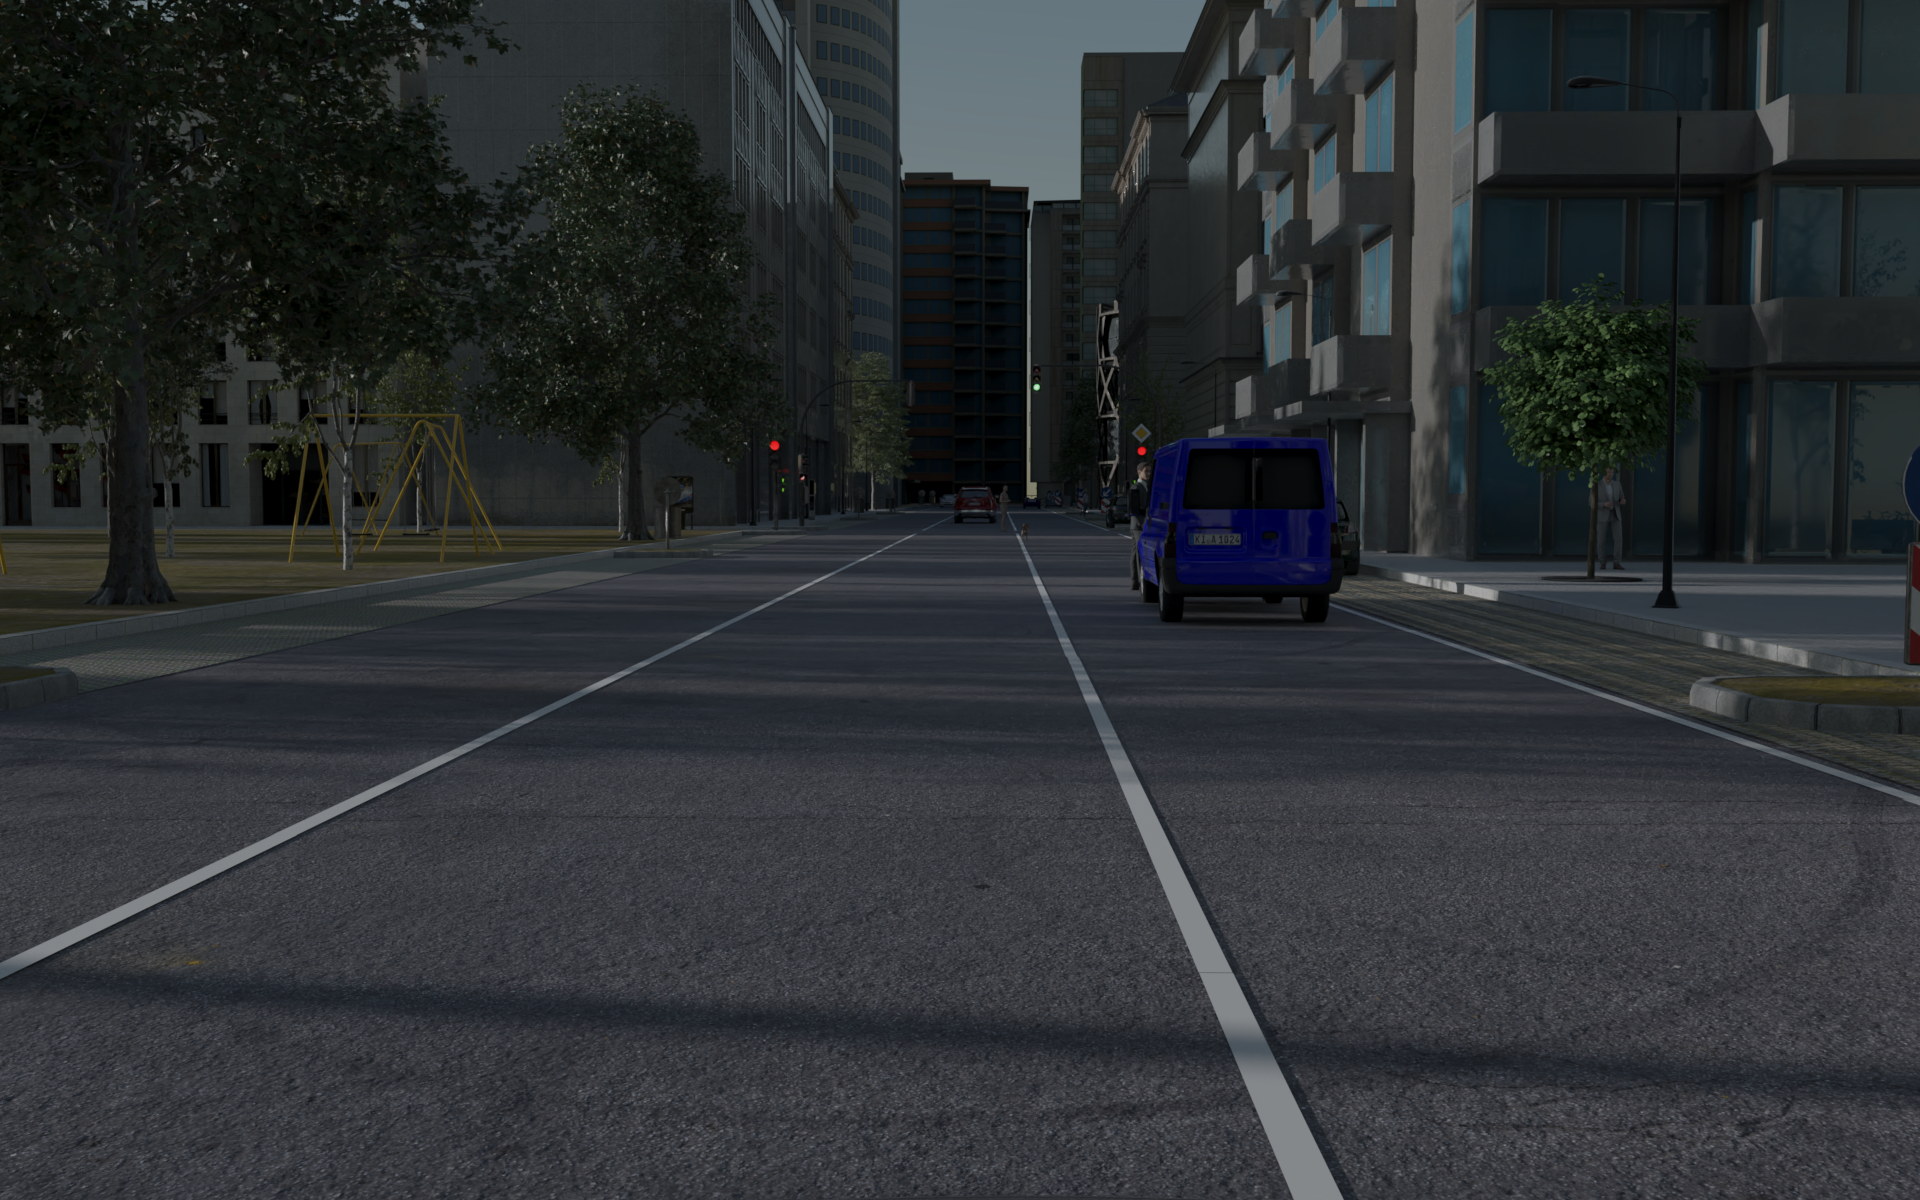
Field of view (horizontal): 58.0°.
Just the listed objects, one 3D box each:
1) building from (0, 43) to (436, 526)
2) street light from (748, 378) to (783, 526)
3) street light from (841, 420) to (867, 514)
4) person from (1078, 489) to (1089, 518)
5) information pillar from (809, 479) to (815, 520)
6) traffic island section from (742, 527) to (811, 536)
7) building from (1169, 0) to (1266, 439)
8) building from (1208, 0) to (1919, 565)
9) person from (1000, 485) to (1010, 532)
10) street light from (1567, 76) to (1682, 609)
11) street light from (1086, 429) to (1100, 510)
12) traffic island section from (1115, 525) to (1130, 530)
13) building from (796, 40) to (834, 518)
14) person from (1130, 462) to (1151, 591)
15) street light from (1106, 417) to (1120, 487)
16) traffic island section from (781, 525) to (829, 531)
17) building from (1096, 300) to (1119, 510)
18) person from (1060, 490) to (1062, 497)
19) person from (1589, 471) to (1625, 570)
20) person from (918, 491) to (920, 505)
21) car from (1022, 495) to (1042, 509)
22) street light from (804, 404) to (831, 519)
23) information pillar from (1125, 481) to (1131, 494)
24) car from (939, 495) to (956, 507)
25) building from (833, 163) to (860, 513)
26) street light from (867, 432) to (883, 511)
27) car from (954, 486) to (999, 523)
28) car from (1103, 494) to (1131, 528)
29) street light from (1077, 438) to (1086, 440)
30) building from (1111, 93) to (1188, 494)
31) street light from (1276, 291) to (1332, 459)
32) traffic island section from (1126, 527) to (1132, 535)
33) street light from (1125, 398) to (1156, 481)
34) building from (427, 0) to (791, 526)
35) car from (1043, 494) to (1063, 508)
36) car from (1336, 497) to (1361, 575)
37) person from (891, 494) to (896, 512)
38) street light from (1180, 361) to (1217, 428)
[{"bbox_3d":[-30.538,-13.385,73.602,16.860,20.320,10.420,0,4,1],"label":"building"},{"bbox_3d":[-7.790,-5.930,69.494,1.470,5.913,1.316,0,4,1],"label":"street light"},{"bbox_3d":[-6.849,-8.367,109.337,1.470,5.913,1.316,0,4,1],"label":"street light"},{"bbox_3d":[7.213,-5.635,101.301,0.598,1.740,0.731,0,4,5],"label":"person"},{"bbox_3d":[-7.392,-5.007,86.350,0.304,2.012,0.304,0,4,-5],"label":"information pillar"},{"bbox_3d":[-6.510,-2.379,61.172,2.009,0.180,2.903,0,4,1],"label":"traffic island section"},{"bbox_3d":[24.880,-14.794,75.167,30.059,22.955,16.112,0,4,1],"label":"building"},{"bbox_3d":[19.420,-25.956,43.987,23.786,49.044,30.456,0,4,1],"label":"building"},{"bbox_3d":[1.712,-3.490,65.910,0.374,1.781,0.599,2,4,27],"label":"person"},{"bbox_3d":[7.450,-2.867,19.416,1.470,5.913,1.316,0,4,1],"label":"street light"},{"bbox_3d":[9.977,-9.258,123.902,1.470,5.913,1.316,0,4,1],"label":"street light"},{"bbox_3d":[7.208,-2.848,68.845,2.009,0.180,2.903,0,4,1],"label":"traffic island section"},{"bbox_3d":[-14.110,-17.131,98.118,12.078,24.808,19.932,0,4,1],"label":"building"},{"bbox_3d":[2.751,-1.090,25.678,0.474,1.900,0.648,1,4,10],"label":"person"},{"bbox_3d":[9.453,-8.039,103.982,1.470,5.913,1.316,0,4,1],"label":"street light"},{"bbox_3d":[-6.330,-2.867,69.155,2.009,0.180,2.903,0,4,1],"label":"traffic island section"},{"bbox_3d":[19.042,-16.394,135.489,16.820,18.784,16.811,0,4,1],"label":"building"},{"bbox_3d":[12.194,-12.577,212.196,0.721,1.766,1.217,0,4,4],"label":"person"},{"bbox_3d":[11.024,-1.416,29.388,0.606,1.804,0.583,0,4,-6],"label":"person"},{"bbox_3d":[-4.970,-12.352,208.795,0.445,1.727,0.742,-1,4,-17],"label":"person"},{"bbox_3d":[6.987,-9.549,168.711,1.945,1.354,3.894,0,4,2],"label":"car"},{"bbox_3d":[-7.373,-7.148,89.417,1.470,5.913,1.316,0,4,1],"label":"street light"},{"bbox_3d":[9.312,-5.606,96.154,0.304,2.012,0.304,0,4,8],"label":"information pillar"},{"bbox_3d":[-1.177,-10.658,186.614,2.083,1.381,4.827,0,4,2],"label":"car"},{"bbox_3d":[-14.101,-19.771,120.522,12.463,27.353,25.104,0,4,1],"label":"building"},{"bbox_3d":[-6.431,-9.589,129.322,1.470,5.913,1.316,0,4,1],"label":"street light"},{"bbox_3d":[0.791,-4.737,86.120,2.281,1.827,5.304,0,4,2],"label":"car"},{"bbox_3d":[7.125,-3.907,73.663,2.009,1.686,4.222,0,4,2],"label":"car"},{"bbox_3d":[10.367,-10.476,143.825,1.470,5.913,1.316,0,4,1],"label":"street light"},{"bbox_3d":[16.384,-19.010,108.079,12.463,27.353,25.104,0,4,1],"label":"building"},{"bbox_3d":[7.915,-4.107,39.685,1.470,5.913,1.316,0,4,1],"label":"street light"},{"bbox_3d":[7.027,-2.360,60.862,2.009,0.180,2.903,0,4,1],"label":"traffic island section"},{"bbox_3d":[8.906,-6.813,83.933,1.470,5.913,1.316,0,4,1],"label":"street light"},{"bbox_3d":[-14.716,-15.915,78.231,12.078,24.808,19.932,0,4,1],"label":"building"},{"bbox_3d":[9.387,-9.922,174.233,2.014,1.417,4.499,0,4,0],"label":"car"},{"bbox_3d":[6.174,-1.344,31.766,2.009,1.686,4.222,0,4,2],"label":"car"},{"bbox_3d":[-4.980,-7.284,128.190,0.593,1.750,0.643,-1,4,-11],"label":"person"},{"bbox_3d":[8.357,-5.374,60.411,1.470,5.913,1.316,0,4,1],"label":"street light"}]
